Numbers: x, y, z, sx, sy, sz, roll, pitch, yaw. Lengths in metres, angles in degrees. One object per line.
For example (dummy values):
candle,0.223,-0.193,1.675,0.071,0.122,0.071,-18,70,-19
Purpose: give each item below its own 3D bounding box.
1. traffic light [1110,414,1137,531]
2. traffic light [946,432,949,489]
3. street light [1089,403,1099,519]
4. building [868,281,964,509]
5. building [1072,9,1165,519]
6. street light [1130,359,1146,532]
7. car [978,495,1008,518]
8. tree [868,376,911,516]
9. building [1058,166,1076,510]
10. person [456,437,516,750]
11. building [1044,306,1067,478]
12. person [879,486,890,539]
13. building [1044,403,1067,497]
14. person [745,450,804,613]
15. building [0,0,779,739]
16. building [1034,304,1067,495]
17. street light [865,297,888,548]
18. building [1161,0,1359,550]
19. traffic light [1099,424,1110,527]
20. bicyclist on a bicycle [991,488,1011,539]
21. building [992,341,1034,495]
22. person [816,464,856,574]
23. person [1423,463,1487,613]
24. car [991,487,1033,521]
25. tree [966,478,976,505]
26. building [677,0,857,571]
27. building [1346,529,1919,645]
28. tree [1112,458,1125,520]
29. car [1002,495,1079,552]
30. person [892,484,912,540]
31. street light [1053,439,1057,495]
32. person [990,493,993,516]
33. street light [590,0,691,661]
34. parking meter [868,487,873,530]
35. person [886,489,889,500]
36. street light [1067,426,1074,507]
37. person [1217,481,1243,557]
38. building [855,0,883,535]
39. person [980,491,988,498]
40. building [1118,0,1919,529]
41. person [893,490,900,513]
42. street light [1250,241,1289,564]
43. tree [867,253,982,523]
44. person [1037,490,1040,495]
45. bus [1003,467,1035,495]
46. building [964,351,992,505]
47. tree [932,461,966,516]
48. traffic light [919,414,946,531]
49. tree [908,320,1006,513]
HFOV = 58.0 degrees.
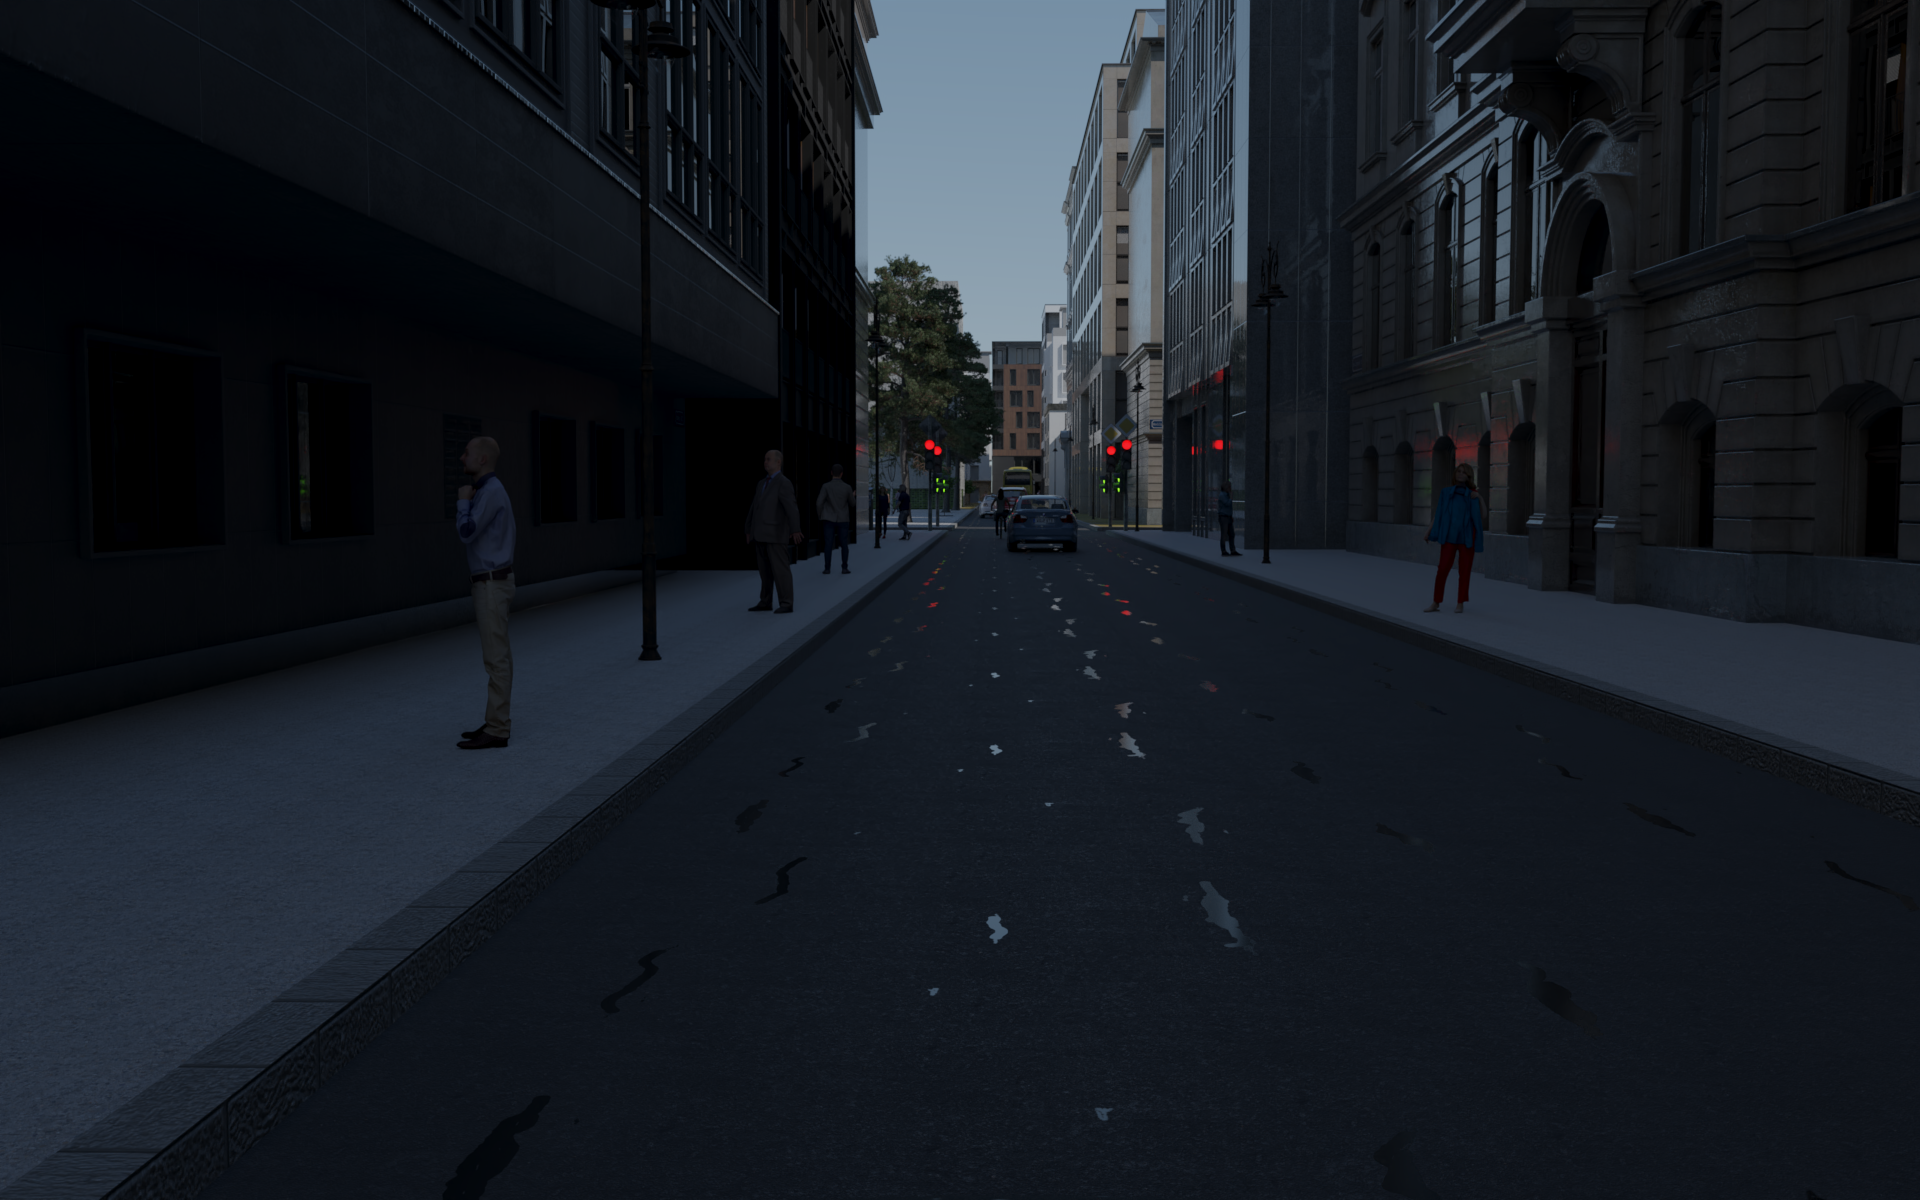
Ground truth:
traffic light,5.738,-4.329,60.031,0.839,4.213,0.868,0,4,1
traffic light,-0.865,-4.825,68.131,0.839,4.213,0.868,0,4,1
street light,6.760,-7.028,87.696,0.468,5.910,1.993,0,4,1
building,-8.228,-17.937,159.726,16.747,18.905,31.486,0,4,1
building,17.246,-18.429,105.838,19.350,26.468,34.151,0,4,1
street light,6.074,-5.288,59.242,0.468,5.910,1.993,0,4,1
car,2.117,-5.578,103.559,2.083,1.381,4.827,0,4,-1
tree,-5.990,-9.733,109.502,4.360,8.622,3.978,0,3,0
building,14.758,-21.223,132.906,13.634,28.700,20.117,0,4,1
person,-2.441,-0.047,8.872,0.319,1.574,0.516,0,4,-6
building,16.789,-19.794,180.057,16.016,20.091,11.380,0,4,1
person,-2.261,-2.535,50.032,0.480,1.512,0.613,-2,4,-29
building,12.689,-13.349,160.399,9.099,9.664,28.070,0,4,1
person,-2.046,-0.744,18.760,0.434,1.755,0.990,-3,5,-39
building,-10.197,-13.597,15.822,14.314,27.812,24.014,0,4,1
building,23.391,-21.920,202.372,27.936,21.610,32.646,0,4,1
street light,-1.952,-4.156,40.732,0.468,5.910,1.993,0,4,1
building,12.774,-14.133,49.097,12.078,24.808,19.932,0,4,1
traffic light,5.895,-4.818,68.014,0.839,4.213,0.868,0,4,1
bicyclist on a bicycle,1.314,-2.793,55.693,1.499,1.676,1.625,0,4,3
building,20.755,-24.316,241.539,32.646,21.610,27.936,0,4,1
person,-1.987,-1.309,27.977,0.617,1.759,0.750,0,3,0
person,5.347,-0.668,18.677,0.444,1.614,0.593,-3,5,-41
car,2.823,-5.197,93.642,2.281,1.827,5.304,0,4,1
tree,0.802,-12.551,199.804,1.663,3.219,1.824,0,3,0
building,-8.974,-12.638,36.306,12.332,23.373,15.834,0,4,1
building,13.442,-12.347,20.950,14.460,24.649,34.723,0,4,1
tree,7.780,-5.517,84.803,1.663,3.219,1.824,0,3,0
car,2.079,-1.988,44.499,2.014,1.417,4.499,0,4,1
person,-1.567,-2.432,48.010,0.569,1.553,0.471,-2,4,-26
street light,7.836,-10.397,142.785,0.468,5.910,1.993,0,4,1
person,2.074,-6.095,110.702,0.480,1.512,0.613,1,4,22
street light,-2.400,-2.473,13.227,0.468,5.910,1.993,0,4,1
parking meter,-3.250,-3.229,61.208,0.372,1.533,0.369,0,3,0
person,-4.193,-5.414,96.428,0.647,1.594,0.662,-3,5,-41
street light,7.310,-8.703,115.084,0.468,5.910,1.993,0,4,1
person,5.485,-1.665,35.486,0.499,1.552,0.429,-3,4,-36
building,-14.749,-12.887,52.510,24.055,21.916,13.314,0,4,1
person,2.664,-10.487,180.669,1.217,1.736,0.721,1,4,12
building,24.683,-15.651,74.972,34.723,24.649,14.460,0,4,1
person,-4.275,-6.835,119.756,0.435,1.587,0.963,3,5,43
street light,5.664,-3.612,31.852,0.468,5.910,1.993,0,4,1
tree,-2.480,-9.502,77.419,6.751,12.117,7.091,0,3,0
person,8.912,-11.474,194.576,0.436,1.711,0.756,1,4,21
bus,5.285,-10.106,156.780,2.896,3.916,12.252,0,4,3
building,-1.383,-23.181,235.429,11.380,20.091,16.016,0,4,1
tree,-1.024,-6.465,100.311,1.663,3.219,1.824,0,3,0
traffic light,-1.022,-4.337,60.147,0.839,4.213,0.868,0,4,1
tree,-0.876,-12.952,119.188,7.806,13.903,7.818,0,3,0
